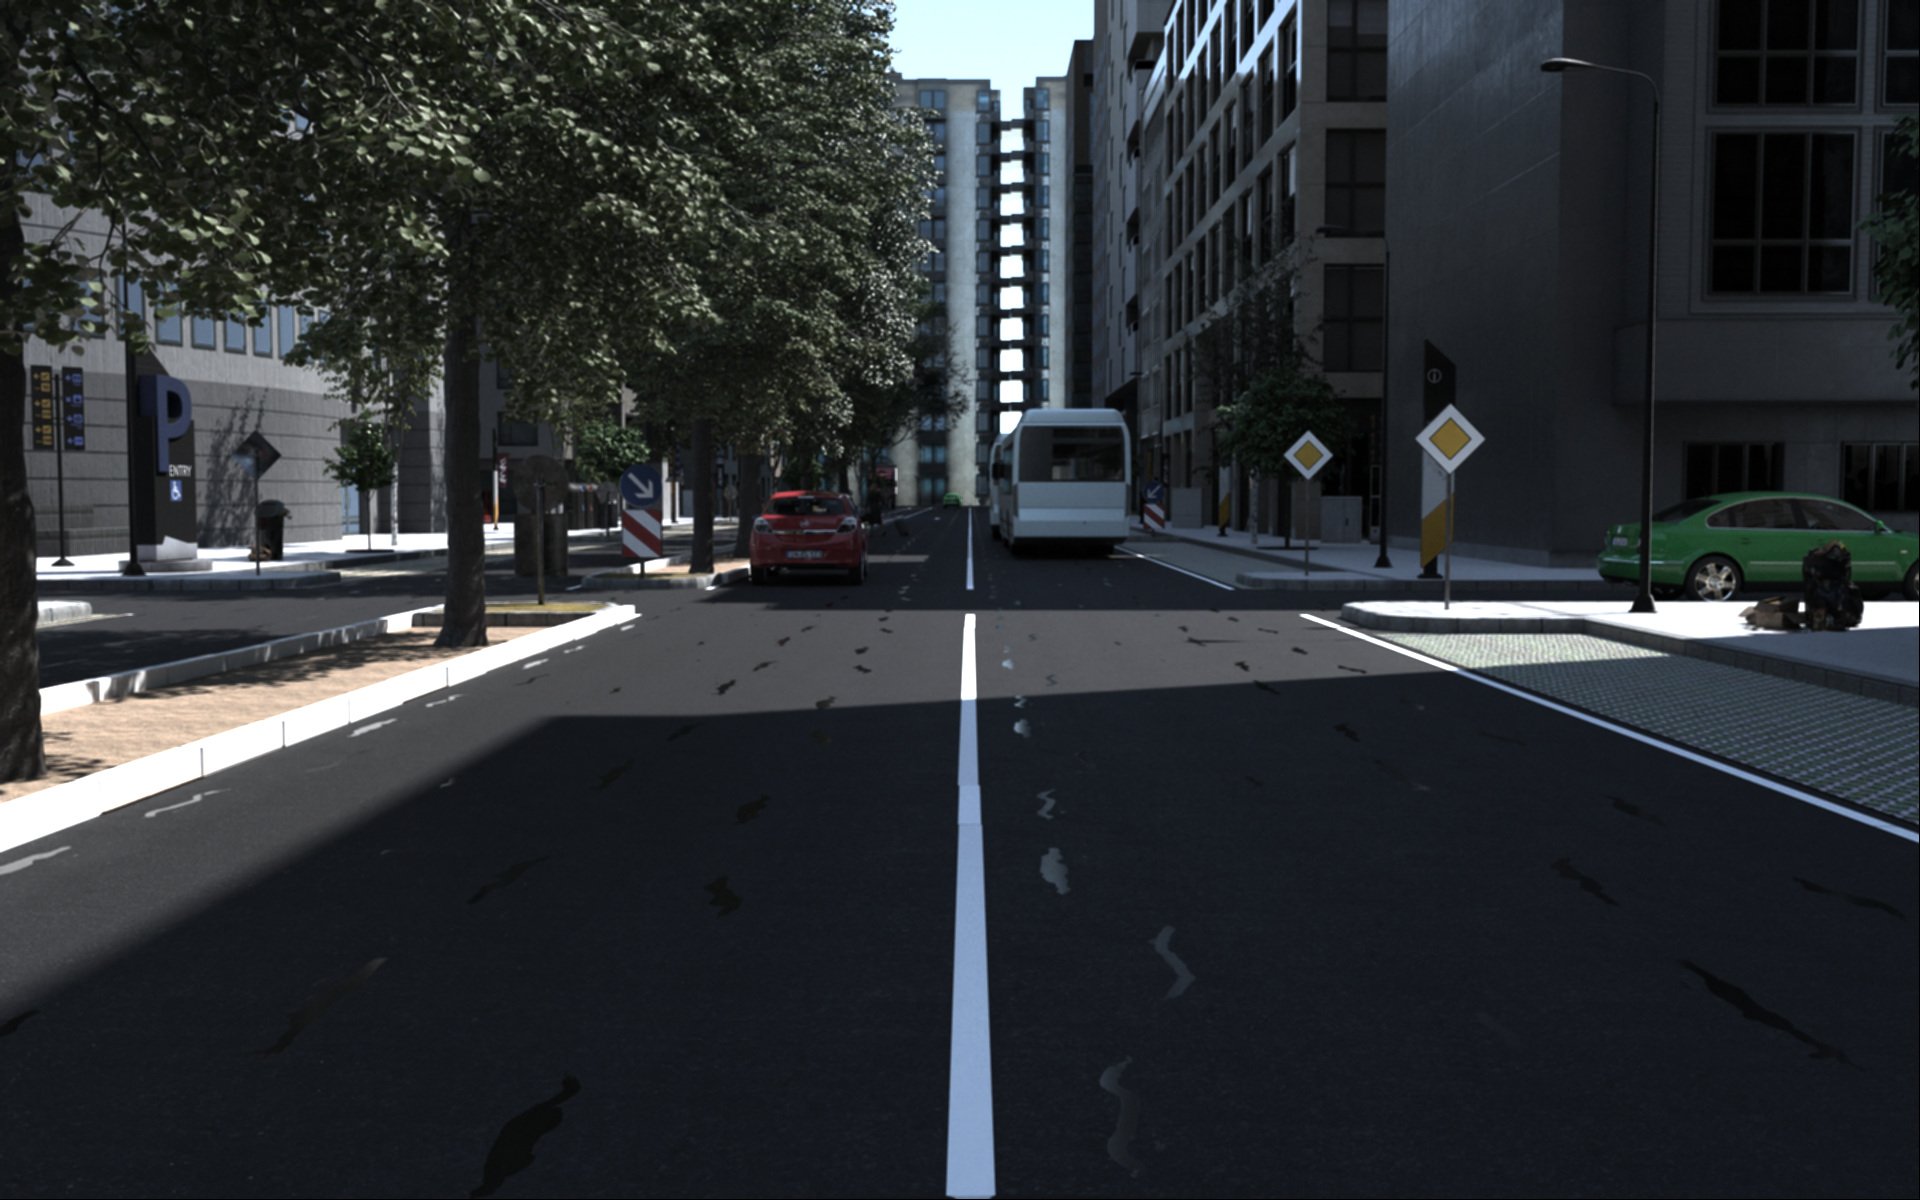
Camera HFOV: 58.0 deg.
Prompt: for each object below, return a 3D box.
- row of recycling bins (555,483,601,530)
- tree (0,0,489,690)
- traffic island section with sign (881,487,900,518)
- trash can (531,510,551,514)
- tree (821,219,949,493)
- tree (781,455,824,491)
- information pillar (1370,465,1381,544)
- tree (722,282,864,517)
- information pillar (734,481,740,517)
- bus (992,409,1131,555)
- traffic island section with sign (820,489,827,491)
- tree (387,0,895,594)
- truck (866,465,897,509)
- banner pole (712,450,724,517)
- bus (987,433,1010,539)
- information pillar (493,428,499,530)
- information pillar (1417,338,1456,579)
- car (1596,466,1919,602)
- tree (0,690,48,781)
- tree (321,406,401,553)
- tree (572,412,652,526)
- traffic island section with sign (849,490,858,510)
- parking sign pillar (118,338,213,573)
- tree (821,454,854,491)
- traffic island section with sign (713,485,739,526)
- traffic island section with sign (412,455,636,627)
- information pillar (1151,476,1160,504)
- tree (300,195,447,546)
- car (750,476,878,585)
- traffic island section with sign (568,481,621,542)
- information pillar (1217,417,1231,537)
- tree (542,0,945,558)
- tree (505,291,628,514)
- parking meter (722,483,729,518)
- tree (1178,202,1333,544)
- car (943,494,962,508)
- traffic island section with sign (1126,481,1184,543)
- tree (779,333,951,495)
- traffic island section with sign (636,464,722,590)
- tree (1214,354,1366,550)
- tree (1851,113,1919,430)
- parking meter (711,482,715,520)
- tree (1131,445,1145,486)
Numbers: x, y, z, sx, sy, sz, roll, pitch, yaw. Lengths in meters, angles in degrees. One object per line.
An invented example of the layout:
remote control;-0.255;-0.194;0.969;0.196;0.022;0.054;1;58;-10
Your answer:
row of recycling bins;-13.830;-3.396;62.643;1.069;1.692;3.534;0;4;5
tree;-4.771;-5.858;16.362;7.486;12.596;7.792;0;3;0
traffic island section with sign;-4.394;-5.744;102.046;2.006;1.907;1.989;0;4;0
trash can;-13.266;-2.642;54.855;0.748;1.137;0.748;0;3;0
tree;-4.154;-8.151;61.480;9.928;11.665;9.643;0;3;0
tree;-13.297;-10.140;149.501;4.285;4.588;4.351;0;3;0
information pillar;10.672;-2.429;44.205;0.304;2.012;0.304;3;5;40
tree;-4.996;-5.728;46.471;4.737;8.622;4.395;0;3;0
information pillar;-12.571;-5.718;97.977;0.304;2.012;0.304;-2;4;-25
bus;2.397;-3.003;43.963;2.948;3.499;13.247;0;4;0
traffic island section with sign;-10.157;-7.368;129.102;1.989;1.847;2.006;0;4;0
tree;-4.460;-6.650;29.307;7.486;12.596;7.792;0;3;0
truck;-7.470;-10.955;168.024;2.839;4.237;11.283;0;4;-1
banner pole;-13.867;-6.667;99.021;0.863;3.779;0.401;0;4;-8
bus;2.325;-3.893;58.510;2.948;3.499;13.247;0;4;1
information pillar;-16.590;-4.312;61.852;0.183;3.616;0.504;0;4;-7
information pillar;7.216;-2.130;26.173;0.504;3.616;0.183;0;4;-4
car;10.784;-0.834;22.436;4.718;1.807;1.959;0;4;1
tree;-4.956;-5.395;8.791;7.486;12.596;7.792;0;3;0
tree;-13.158;-2.660;38.098;1.663;3.219;1.824;0;3;0
tree;-14.006;-5.246;69.482;4.285;4.588;4.351;0;3;0
traffic island section with sign;-9.999;-9.086;157.190;1.989;1.847;2.006;0;4;0
parking sign pillar;-13.215;-2.461;28.717;1.447;3.967;1.447;0;4;5
tree;-12.480;-14.057;180.195;4.360;8.622;3.978;0;3;0
traffic island section with sign;-10.452;-4.299;78.923;1.989;1.847;2.006;0;4;0
traffic island section with sign;-4.876;-0.695;19.502;2.006;1.907;1.989;0;4;0
information pillar;8.060;-4.104;71.588;0.304;2.012;0.304;-1;4;-9
tree;-14.117;-5.657;42.862;4.737;8.622;4.395;0;3;0
car;-2.454;-1.208;28.790;2.155;1.783;4.494;0;4;-2
traffic island section with sign;-10.613;-2.646;51.890;1.989;1.847;2.006;0;4;0
information pillar;7.987;-3.726;52.280;0.183;3.616;0.504;-1;4;-23
tree;-4.782;-7.931;38.790;9.857;13.997;8.962;0;3;0
tree;-13.450;-6.617;58.555;4.737;8.622;4.395;0;3;0
parking meter;-12.397;-5.248;91.521;0.255;1.863;0.399;1;4;8
tree;7.578;-5.758;44.498;4.360;8.622;3.978;0;3;0
car;-0.739;-10.082;173.638;1.959;1.807;4.718;0;4;2
traffic island section with sign;5.604;-2.640;51.786;1.989;1.847;2.006;0;4;0
tree;-4.524;-8.165;70.362;8.767;10.594;7.601;0;4;0
traffic island section with sign;-4.823;-1.148;26.909;2.006;1.907;1.989;0;4;0
tree;7.695;-3.459;40.275;4.285;4.588;4.351;0;3;0
tree;7.716;-1.702;11.540;4.285;4.588;4.351;0;3;0
parking meter;-12.447;-4.935;86.405;0.399;1.863;0.255;3;5;43
tree;8.033;-6.581;91.314;4.285;4.588;4.351;0;3;0
